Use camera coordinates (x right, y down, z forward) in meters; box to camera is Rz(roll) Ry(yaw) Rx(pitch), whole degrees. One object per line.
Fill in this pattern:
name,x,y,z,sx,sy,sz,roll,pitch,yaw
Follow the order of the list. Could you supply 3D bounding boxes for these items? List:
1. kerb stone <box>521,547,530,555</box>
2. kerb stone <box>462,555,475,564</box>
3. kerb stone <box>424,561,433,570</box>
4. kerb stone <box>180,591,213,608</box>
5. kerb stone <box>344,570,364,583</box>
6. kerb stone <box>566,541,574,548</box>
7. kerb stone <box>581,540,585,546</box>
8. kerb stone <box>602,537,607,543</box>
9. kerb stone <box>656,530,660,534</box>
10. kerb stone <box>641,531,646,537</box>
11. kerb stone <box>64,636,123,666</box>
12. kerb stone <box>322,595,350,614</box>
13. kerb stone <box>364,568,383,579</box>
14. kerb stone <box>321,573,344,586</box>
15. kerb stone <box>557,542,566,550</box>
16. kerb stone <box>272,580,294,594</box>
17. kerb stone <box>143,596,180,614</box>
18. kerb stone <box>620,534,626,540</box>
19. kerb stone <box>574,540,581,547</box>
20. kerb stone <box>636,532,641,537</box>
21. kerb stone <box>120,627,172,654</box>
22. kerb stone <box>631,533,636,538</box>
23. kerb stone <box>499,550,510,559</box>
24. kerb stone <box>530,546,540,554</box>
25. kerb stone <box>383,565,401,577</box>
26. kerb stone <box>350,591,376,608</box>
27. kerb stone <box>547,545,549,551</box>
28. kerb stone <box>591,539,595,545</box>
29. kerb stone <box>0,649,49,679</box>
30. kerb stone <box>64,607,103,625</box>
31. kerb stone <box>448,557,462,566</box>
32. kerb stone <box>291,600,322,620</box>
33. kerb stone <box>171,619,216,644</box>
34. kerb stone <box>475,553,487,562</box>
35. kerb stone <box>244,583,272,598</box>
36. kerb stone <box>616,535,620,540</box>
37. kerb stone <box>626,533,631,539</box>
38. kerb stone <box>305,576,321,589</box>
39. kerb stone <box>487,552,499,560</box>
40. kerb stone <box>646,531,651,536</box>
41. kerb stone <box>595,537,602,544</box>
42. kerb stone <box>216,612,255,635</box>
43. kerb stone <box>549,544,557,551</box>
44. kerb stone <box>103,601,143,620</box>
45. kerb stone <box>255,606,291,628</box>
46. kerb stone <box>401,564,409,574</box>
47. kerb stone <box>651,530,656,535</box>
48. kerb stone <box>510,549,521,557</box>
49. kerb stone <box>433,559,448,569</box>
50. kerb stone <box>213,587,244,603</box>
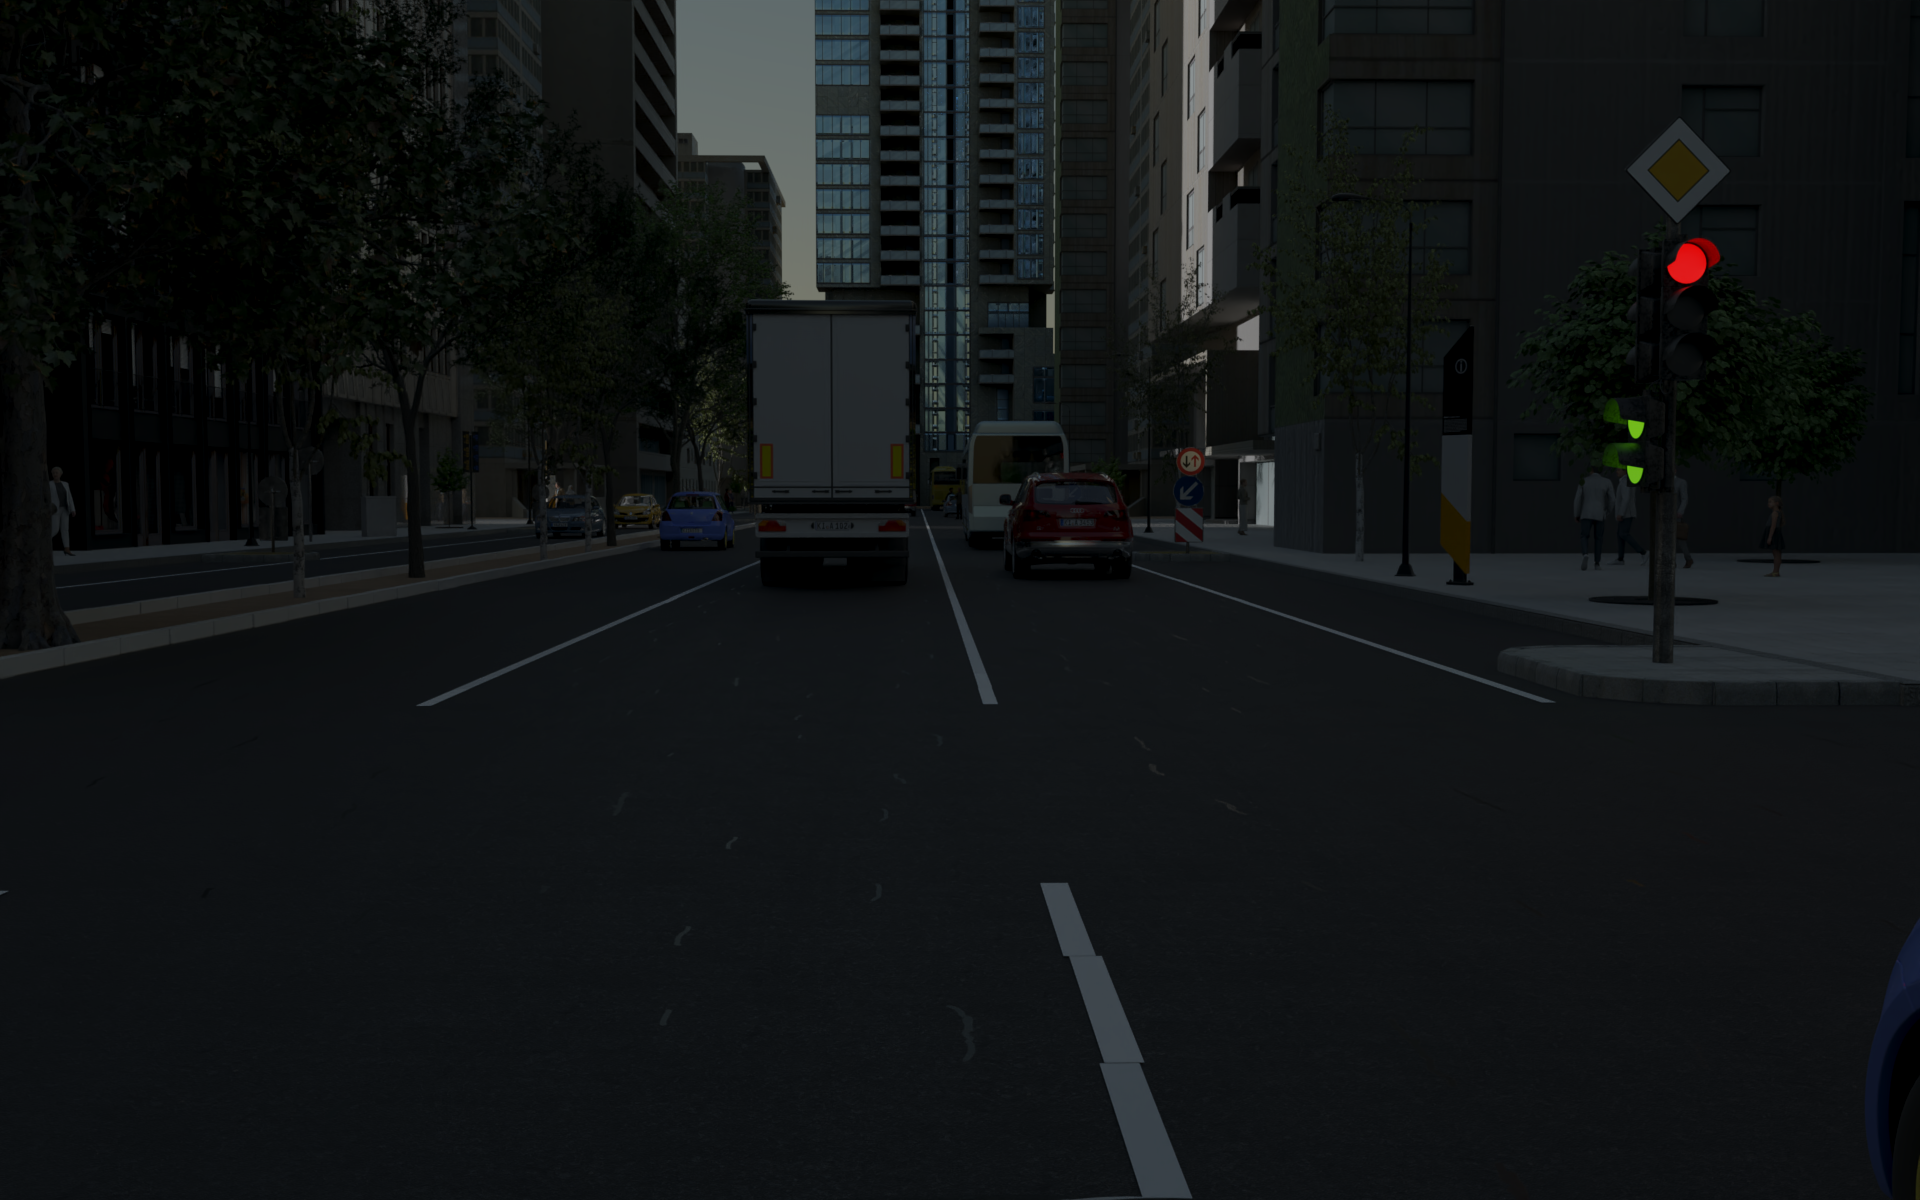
kerb stone,-10.287,-1.120,40.512,0.120,0.150,1.000,0,4,-1
kerb stone,-10.148,-0.803,35.380,0.120,0.150,1.000,0,4,-1
kerb stone,-10.075,-0.619,32.309,0.120,0.150,1.000,0,4,-1
kerb stone,-9.811,0.008,22.067,0.120,0.150,1.000,0,4,-1
kerb stone,-9.967,-0.367,28.212,0.120,0.150,1.000,0,4,-1
kerb stone,-10.409,-1.434,45.645,0.120,0.150,1.000,0,4,-1
kerb stone,-10.470,-1.560,47.703,0.120,0.150,1.000,0,4,-1
kerb stone,-10.549,-1.744,50.776,0.120,0.150,1.000,0,4,-1
kerb stone,-10.804,-2.371,61.020,0.120,0.150,1.000,0,4,-1
kerb stone,-10.718,-2.185,57.941,0.120,0.150,1.000,0,4,-1
kerb stone,-7.531,0.445,14.928,0.120,0.150,1.000,0,4,-1
kerb stone,-7.694,0.066,21.110,0.120,0.150,1.000,0,4,-1
kerb stone,-9.993,-0.431,29.238,0.120,0.150,1.000,0,4,-1
kerb stone,-9.941,-0.305,27.189,0.120,0.150,1.000,0,4,-1
kerb stone,-10.373,-1.371,44.612,0.120,0.150,1.000,0,4,-1
kerb stone,-9.890,-0.172,25.133,0.120,0.150,1.000,0,4,-1
kerb stone,-9.784,0.071,21.041,0.120,0.150,1.000,0,4,-1
kerb stone,-10.617,-1.927,53.849,0.120,0.150,1.000,0,4,-1
kerb stone,-10.435,-1.497,46.669,0.120,0.150,1.000,0,4,-1
kerb stone,-10.699,-2.122,56.919,0.120,0.150,1.000,0,4,-1
kerb stone,-7.562,0.382,15.956,0.120,0.150,1.000,0,4,-1
kerb stone,-10.670,-2.054,55.892,0.120,0.150,1.000,0,4,-1
kerb stone,-10.221,-0.995,38.462,0.120,0.150,1.000,0,4,-1
kerb stone,-10.308,-1.183,41.534,0.120,0.150,1.000,0,4,-1
kerb stone,-10.018,-0.490,30.260,0.120,0.150,1.000,0,4,-1
kerb stone,-7.714,0.008,22.137,0.120,0.150,1.000,0,4,-1
kerb stone,-10.334,-1.245,42.556,0.120,0.150,1.000,0,4,-1
kerb stone,-10.487,-1.623,48.730,0.120,0.150,1.000,0,4,-1
kerb stone,-7.504,0.507,13.906,0.120,0.150,1.000,0,4,-1
kerb stone,-9.725,0.196,18.996,0.120,0.150,1.000,0,4,-1
kerb stone,-10.128,-0.744,34.358,0.120,0.150,1.000,0,4,-1
kerb stone,-7.667,0.133,20.086,0.120,0.150,1.000,0,4,-1
kerb stone,-7.585,0.319,16.983,0.120,0.150,1.000,0,4,-1
kerb stone,-10.177,-0.869,36.410,0.120,0.150,1.000,0,4,-1
kerb stone,-9.867,-0.116,24.110,0.120,0.150,1.000,0,4,-1
kerb stone,-10.594,-1.873,52.821,0.120,0.150,1.000,0,4,-1
kerb stone,-10.639,-1.998,54.870,0.120,0.150,1.000,0,4,-1
kerb stone,-9.915,-0.240,26.154,0.120,0.150,1.000,0,4,-1
kerb stone,-10.203,-0.932,37.440,0.120,0.150,1.000,0,4,-1
kerb stone,-10.753,-2.249,58.970,0.120,0.150,1.000,0,4,-1
kerb stone,-10.505,-1.682,49.754,0.120,0.150,1.000,0,4,-1
kerb stone,-7.612,0.256,18.011,0.120,0.150,1.000,0,4,-1
kerb stone,-10.363,-1.308,43.589,0.120,0.150,1.000,0,4,-1
kerb stone,-9.763,0.139,20.020,0.120,0.150,1.000,0,4,-1
kerb stone,-7.635,0.193,19.058,0.120,0.150,1.000,0,4,-1
kerb stone,-10.039,-0.550,31.283,0.120,0.150,1.000,0,4,-1
kerb stone,-10.772,-2.309,59.999,0.120,0.150,1.000,0,4,-1
kerb stone,-10.253,-1.058,39.489,0.120,0.150,1.000,0,4,-1
kerb stone,-10.097,-0.678,33.336,0.120,0.150,1.000,0,4,-1
kerb stone,-9.842,-0.054,23.088,0.120,0.150,1.000,0,4,-1
